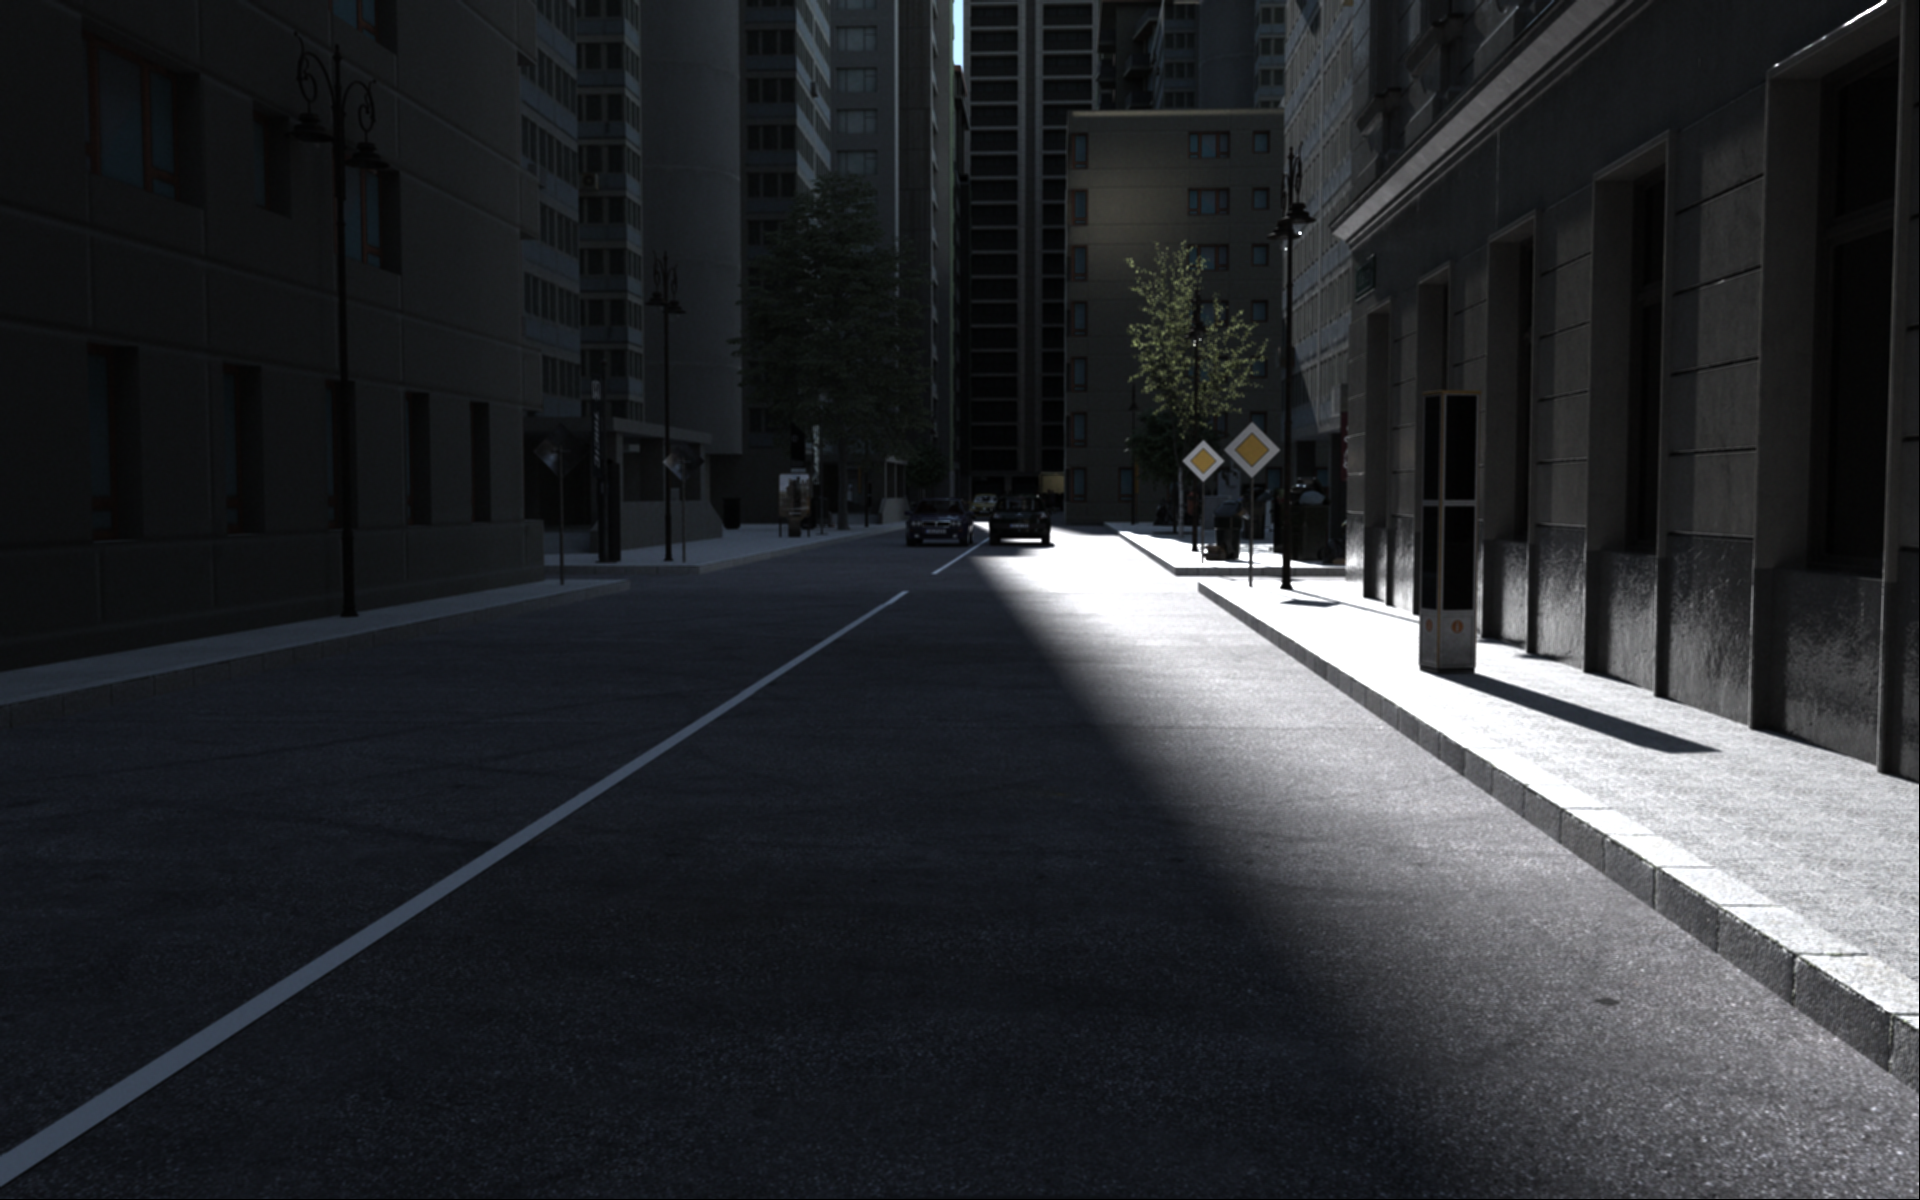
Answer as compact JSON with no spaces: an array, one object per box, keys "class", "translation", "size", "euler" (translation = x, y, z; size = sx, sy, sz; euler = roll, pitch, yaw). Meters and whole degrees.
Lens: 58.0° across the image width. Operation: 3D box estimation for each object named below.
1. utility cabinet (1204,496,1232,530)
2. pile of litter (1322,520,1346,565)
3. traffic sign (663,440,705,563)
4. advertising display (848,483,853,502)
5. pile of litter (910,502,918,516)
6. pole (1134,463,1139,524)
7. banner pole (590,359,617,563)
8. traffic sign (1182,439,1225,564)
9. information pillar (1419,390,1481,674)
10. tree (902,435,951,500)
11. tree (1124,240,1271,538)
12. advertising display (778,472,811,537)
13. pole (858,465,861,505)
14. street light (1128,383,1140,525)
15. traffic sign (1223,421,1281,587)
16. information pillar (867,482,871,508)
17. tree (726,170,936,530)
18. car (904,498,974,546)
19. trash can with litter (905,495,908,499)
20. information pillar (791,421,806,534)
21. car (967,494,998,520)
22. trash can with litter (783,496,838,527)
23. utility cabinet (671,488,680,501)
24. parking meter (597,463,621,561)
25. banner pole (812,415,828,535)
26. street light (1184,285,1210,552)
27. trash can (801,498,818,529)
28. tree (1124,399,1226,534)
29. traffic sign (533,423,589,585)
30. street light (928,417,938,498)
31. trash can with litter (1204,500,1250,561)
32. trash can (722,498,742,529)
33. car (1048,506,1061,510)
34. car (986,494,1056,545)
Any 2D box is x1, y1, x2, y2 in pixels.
[{"class":"utility cabinet","translation":[9.188,-3.106,61.948],"size":[1.020,1.237,0.306],"euler":[3,4,36]},{"class":"pile of litter","translation":[7.425,-1.099,31.928],"size":[1.719,0.858,1.176],"euler":[-1,4,-10]},{"class":"traffic sign","translation":[-5.166,-1.758,32.384],"size":[0.795,2.450,0.064],"euler":[0,4,3]},{"class":"advertising display","translation":[-6.616,-6.025,103.722],"size":[0.123,1.923,0.974],"euler":[1,4,11]},{"class":"pile of litter","translation":[-2.395,-5.231,99.493],"size":[1.719,0.858,1.176],"euler":[-3,5,-43]},{"class":"pole","translation":[7.674,-4.975,75.179],"size":[0.158,3.312,0.155],"euler":[0,3,0]},{"class":"banner pole","translation":[-6.645,-2.567,31.992],"size":[0.401,3.779,0.863],"euler":[1,4,10]},{"class":"traffic sign","translation":[4.462,-1.723,31.820],"size":[0.795,2.450,0.064],"euler":[0,4,3]},{"class":"information pillar","translation":[3.518,-0.487,12.455],"size":[0.304,2.012,0.304],"euler":[-1,4,-12]},{"class":"tree","translation":[-2.197,-6.884,96.259],"size":[4.285,4.588,4.351],"euler":[0,3,0]},{"class":"tree","translation":[6.523,-6.093,49.981],"size":[4.360,8.622,3.978],"euler":[0,3,0]},{"class":"advertising display","translation":[-4.942,-2.839,51.626],"size":[0.974,1.923,0.123],"euler":[-1,4,-14]},{"class":"pole","translation":[-5.618,-6.309,96.999],"size":[0.158,3.312,0.155],"euler":[0,3,0]},{"class":"street light","translation":[7.227,-6.083,72.244],"size":[0.468,5.910,1.993],"euler":[0,4,3]},{"class":"traffic sign","translation":[4.010,-1.236,23.848],"size":[0.795,2.450,0.064],"euler":[0,4,3]},{"class":"information pillar","translation":[-5.471,-6.129,104.708],"size":[0.304,2.012,0.304],"euler":[0,4,-5]},{"class":"tree","translation":[-4.599,-8.775,61.604],"size":[7.486,12.596,7.792],"euler":[0,3,0]},{"class":"car","translation":[-0.548,-2.205,48.638],"size":[1.945,1.354,3.894],"euler":[0,4,3]},{"class":"trash can with litter","translation":[-3.047,-5.729,104.721],"size":[2.233,1.210,1.678],"euler":[1,4,20]},{"class":"information pillar","translation":[-5.201,-3.926,55.549],"size":[0.504,3.616,0.183],"euler":[1,4,16]},{"class":"car","translation":[1.455,-5.347,97.648],"size":[2.015,1.641,3.980],"euler":[0,4,3]},{"class":"trash can with litter","translation":[-5.689,-3.419,66.961],"size":[2.233,1.210,1.678],"euler":[0,4,6]},{"class":"utility cabinet","translation":[-11.248,-3.631,68.045],"size":[1.173,1.500,0.318],"euler":[1,4,20]},{"class":"parking meter","translation":[-6.697,-1.670,33.017],"size":[0.399,1.863,0.255],"euler":[2,4,29]},{"class":"banner pole","translation":[-4.490,-3.968,54.891],"size":[0.401,3.779,0.863],"euler":[-2,4,-32]},{"class":"street light","translation":[5.245,-4.021,38.523],"size":[0.468,5.910,1.993],"euler":[0,4,3]},{"class":"trash can","translation":[-5.543,-3.147,63.099],"size":[0.748,1.137,0.748],"euler":[0,3,0]},{"class":"tree","translation":[6.987,-4.441,56.320],"size":[4.285,4.588,4.351],"euler":[0,3,0]},{"class":"traffic sign","translation":[-5.618,-1.270,24.412],"size":[0.795,2.450,0.064],"euler":[0,4,3]},{"class":"street light","translation":[-1.602,-7.910,102.124],"size":[0.468,5.910,1.993],"euler":[0,4,3]},{"class":"trash can with litter","translation":[5.168,-1.364,33.696],"size":[0.624,1.170,1.055],"euler":[2,4,31]},{"class":"trash can","translation":[-8.364,-3.170,63.482],"size":[0.748,1.137,0.748],"euler":[0,3,0]},{"class":"car","translation":[8.709,-9.272,161.813],"size":[2.015,1.641,3.980],"euler":[0,4,3]},{"class":"car","translation":[1.739,-2.443,49.737],"size":[2.009,1.686,4.222],"euler":[0,4,3]}]
